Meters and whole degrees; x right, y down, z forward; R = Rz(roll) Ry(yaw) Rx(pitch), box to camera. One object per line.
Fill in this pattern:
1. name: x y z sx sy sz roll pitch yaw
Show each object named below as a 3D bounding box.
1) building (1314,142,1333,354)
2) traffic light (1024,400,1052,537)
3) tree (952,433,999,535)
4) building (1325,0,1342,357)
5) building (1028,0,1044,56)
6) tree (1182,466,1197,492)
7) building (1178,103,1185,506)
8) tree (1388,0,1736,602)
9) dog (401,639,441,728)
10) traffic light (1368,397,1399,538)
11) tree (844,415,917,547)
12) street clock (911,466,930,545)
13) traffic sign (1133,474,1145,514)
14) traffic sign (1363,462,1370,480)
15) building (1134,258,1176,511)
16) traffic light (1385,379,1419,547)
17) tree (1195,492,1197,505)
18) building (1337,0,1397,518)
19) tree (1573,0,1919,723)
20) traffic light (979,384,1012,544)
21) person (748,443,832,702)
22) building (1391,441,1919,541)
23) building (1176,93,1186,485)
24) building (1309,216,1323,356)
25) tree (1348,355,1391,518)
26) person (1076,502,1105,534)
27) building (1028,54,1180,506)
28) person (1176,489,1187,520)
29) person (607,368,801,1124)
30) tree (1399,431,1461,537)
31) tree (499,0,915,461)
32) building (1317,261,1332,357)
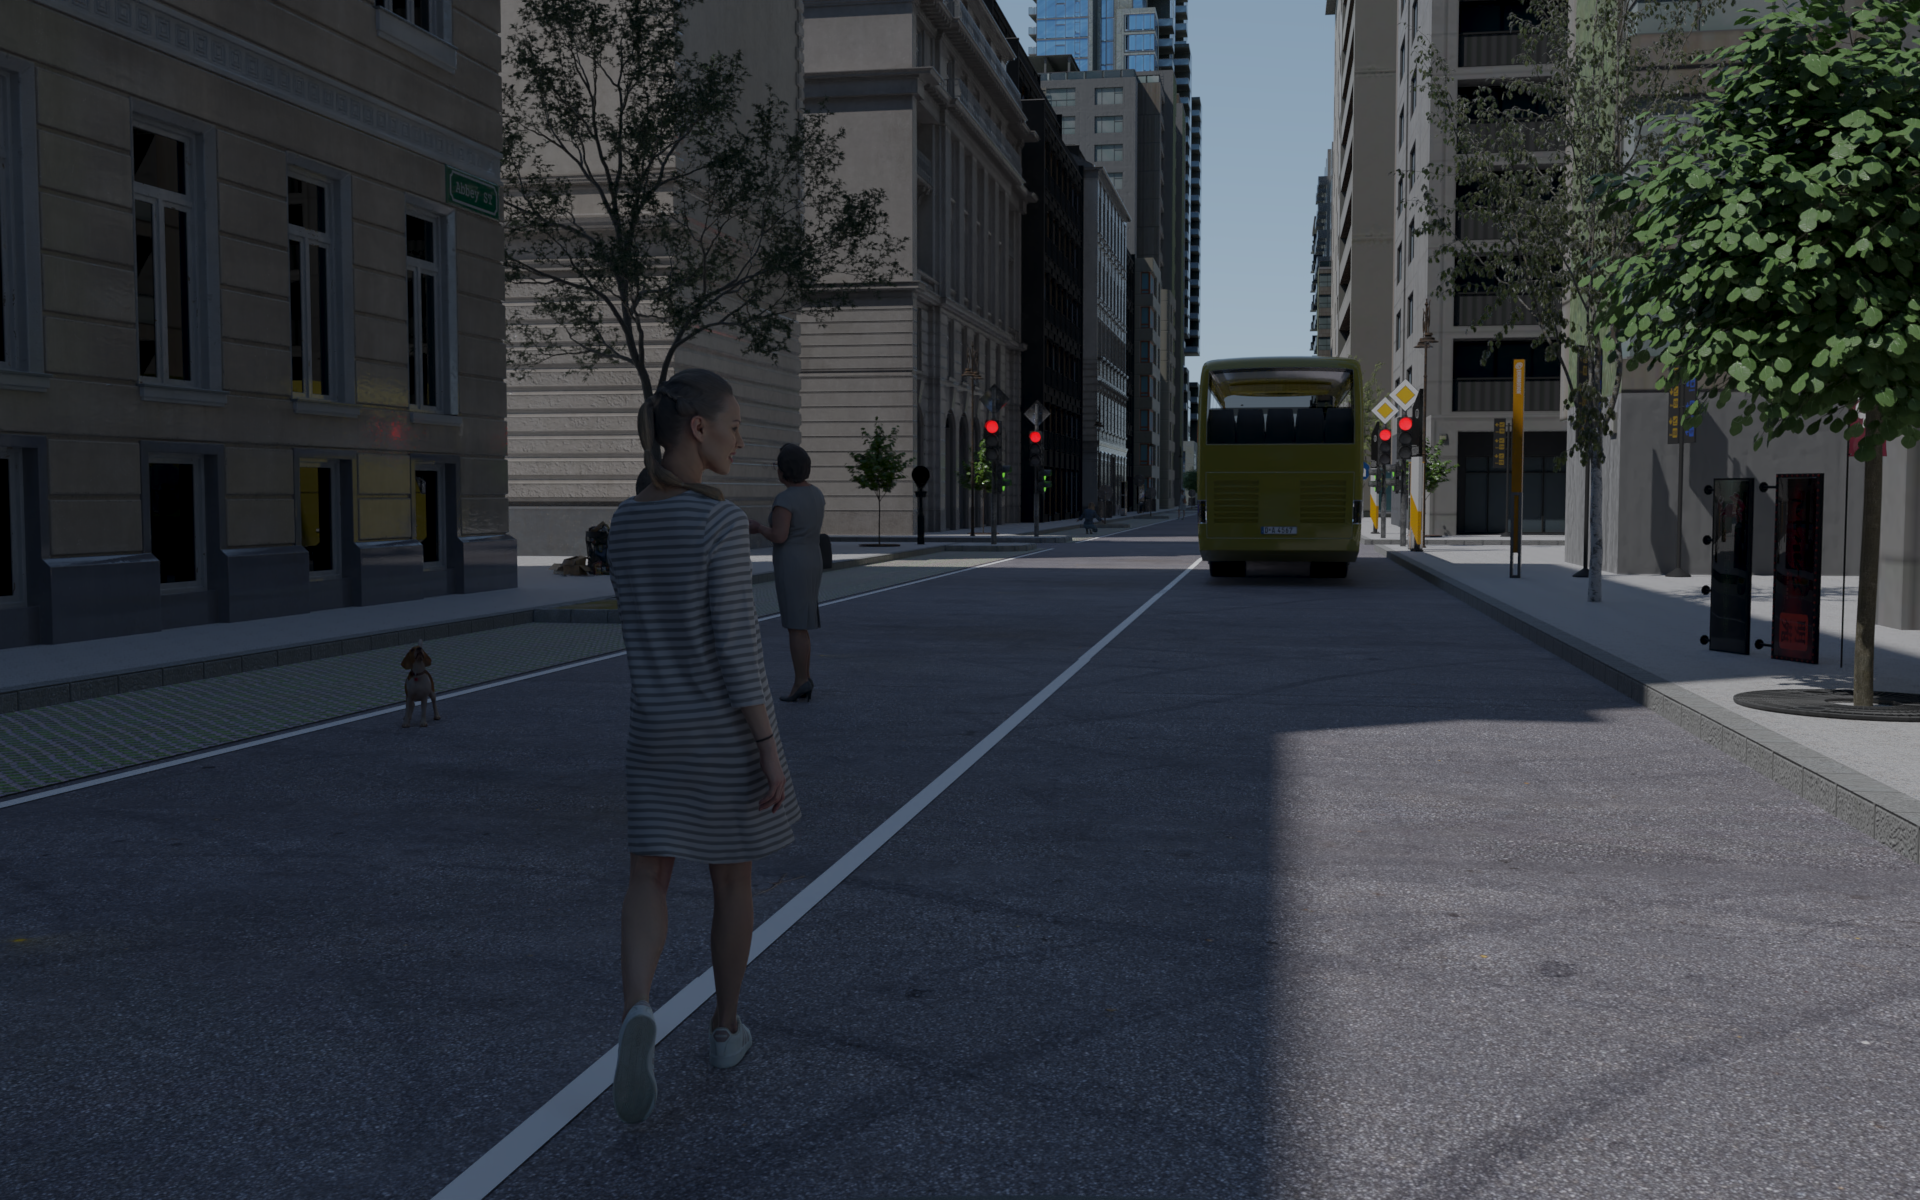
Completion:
1. building: 59.400 -37.605 234.445 23.786 49.044 30.456 1 4 10
2. traffic light: 2.317 -3.856 51.961 0.839 4.253 0.868 1 4 10
3. tree: 0.827 -3.696 55.034 1.663 3.219 1.824 0 3 0
4. building: 48.598 -34.947 160.615 28.713 52.752 27.495 1 4 10
5. building: 20.149 -55.799 224.976 22.319 86.520 31.000 1 4 10
6. tree: 27.140 -13.337 201.767 4.285 4.588 4.351 0 3 0
7. building: 15.473 -30.193 177.256 14.154 41.232 14.086 1 4 10
8. tree: 7.326 -4.284 20.405 4.360 8.622 3.978 0 3 0
9. dog: -3.368 0.519 10.805 0.540 0.507 0.406 3 4 37
10. traffic light: 12.267 -3.746 50.165 0.839 4.253 0.868 1 4 10
11. tree: -2.023 -2.929 42.497 1.663 3.219 1.824 0 3 0
12. street clock: -0.995 -2.414 44.043 0.471 2.002 0.358 0 4 1
13. traffic sign: 11.605 -6.869 112.408 0.768 2.556 0.104 1 4 16
14. traffic sign: 15.433 -4.082 66.838 0.768 2.556 0.104 1 4 13
15. building: 3.097 -18.255 143.501 27.650 21.520 28.899 1 4 10
16. traffic light: 10.831 -3.265 42.310 0.839 4.253 0.868 1 4 10
17. tree: 28.284 -13.073 208.350 1.663 3.219 1.824 0 3 0
18. building: 33.547 -29.220 101.456 21.300 48.544 21.600 1 4 10
19. tree: 5.451 -1.620 10.202 4.285 4.588 4.351 0 3 0
20. traffic light: 0.881 -3.375 44.106 0.839 4.253 0.868 1 4 10
21. person: -1.169 -0.196 12.060 0.532 1.782 0.716 2 4 27
22. building: 26.486 -38.002 59.584 20.611 71.187 20.563 1 4 10
23. building: 17.482 -33.109 191.434 14.600 45.320 14.200 1 4 10
24. building: 64.692 -37.281 264.168 22.147 44.769 28.867 1 4 10
25. tree: 21.108 -8.579 90.635 4.737 8.622 4.395 0 3 0
26. person: 4.596 -2.933 61.955 1.012 1.151 0.738 2 4 24
27. building: 12.840 -29.349 163.444 14.154 41.232 14.086 1 4 10
28. person: 12.281 -5.265 95.594 0.522 1.701 0.512 3 5 44
29. person: -0.635 0.312 4.156 0.466 1.731 0.760 0 4 2
30. tree: 13.913 -3.514 52.059 1.663 3.219 1.824 0 3 0
31. tree: -4.974 -5.767 28.703 8.767 10.594 7.601 -1 4 -12
32. building: 51.163 -27.046 213.905 14.160 30.474 14.107 1 4 10
